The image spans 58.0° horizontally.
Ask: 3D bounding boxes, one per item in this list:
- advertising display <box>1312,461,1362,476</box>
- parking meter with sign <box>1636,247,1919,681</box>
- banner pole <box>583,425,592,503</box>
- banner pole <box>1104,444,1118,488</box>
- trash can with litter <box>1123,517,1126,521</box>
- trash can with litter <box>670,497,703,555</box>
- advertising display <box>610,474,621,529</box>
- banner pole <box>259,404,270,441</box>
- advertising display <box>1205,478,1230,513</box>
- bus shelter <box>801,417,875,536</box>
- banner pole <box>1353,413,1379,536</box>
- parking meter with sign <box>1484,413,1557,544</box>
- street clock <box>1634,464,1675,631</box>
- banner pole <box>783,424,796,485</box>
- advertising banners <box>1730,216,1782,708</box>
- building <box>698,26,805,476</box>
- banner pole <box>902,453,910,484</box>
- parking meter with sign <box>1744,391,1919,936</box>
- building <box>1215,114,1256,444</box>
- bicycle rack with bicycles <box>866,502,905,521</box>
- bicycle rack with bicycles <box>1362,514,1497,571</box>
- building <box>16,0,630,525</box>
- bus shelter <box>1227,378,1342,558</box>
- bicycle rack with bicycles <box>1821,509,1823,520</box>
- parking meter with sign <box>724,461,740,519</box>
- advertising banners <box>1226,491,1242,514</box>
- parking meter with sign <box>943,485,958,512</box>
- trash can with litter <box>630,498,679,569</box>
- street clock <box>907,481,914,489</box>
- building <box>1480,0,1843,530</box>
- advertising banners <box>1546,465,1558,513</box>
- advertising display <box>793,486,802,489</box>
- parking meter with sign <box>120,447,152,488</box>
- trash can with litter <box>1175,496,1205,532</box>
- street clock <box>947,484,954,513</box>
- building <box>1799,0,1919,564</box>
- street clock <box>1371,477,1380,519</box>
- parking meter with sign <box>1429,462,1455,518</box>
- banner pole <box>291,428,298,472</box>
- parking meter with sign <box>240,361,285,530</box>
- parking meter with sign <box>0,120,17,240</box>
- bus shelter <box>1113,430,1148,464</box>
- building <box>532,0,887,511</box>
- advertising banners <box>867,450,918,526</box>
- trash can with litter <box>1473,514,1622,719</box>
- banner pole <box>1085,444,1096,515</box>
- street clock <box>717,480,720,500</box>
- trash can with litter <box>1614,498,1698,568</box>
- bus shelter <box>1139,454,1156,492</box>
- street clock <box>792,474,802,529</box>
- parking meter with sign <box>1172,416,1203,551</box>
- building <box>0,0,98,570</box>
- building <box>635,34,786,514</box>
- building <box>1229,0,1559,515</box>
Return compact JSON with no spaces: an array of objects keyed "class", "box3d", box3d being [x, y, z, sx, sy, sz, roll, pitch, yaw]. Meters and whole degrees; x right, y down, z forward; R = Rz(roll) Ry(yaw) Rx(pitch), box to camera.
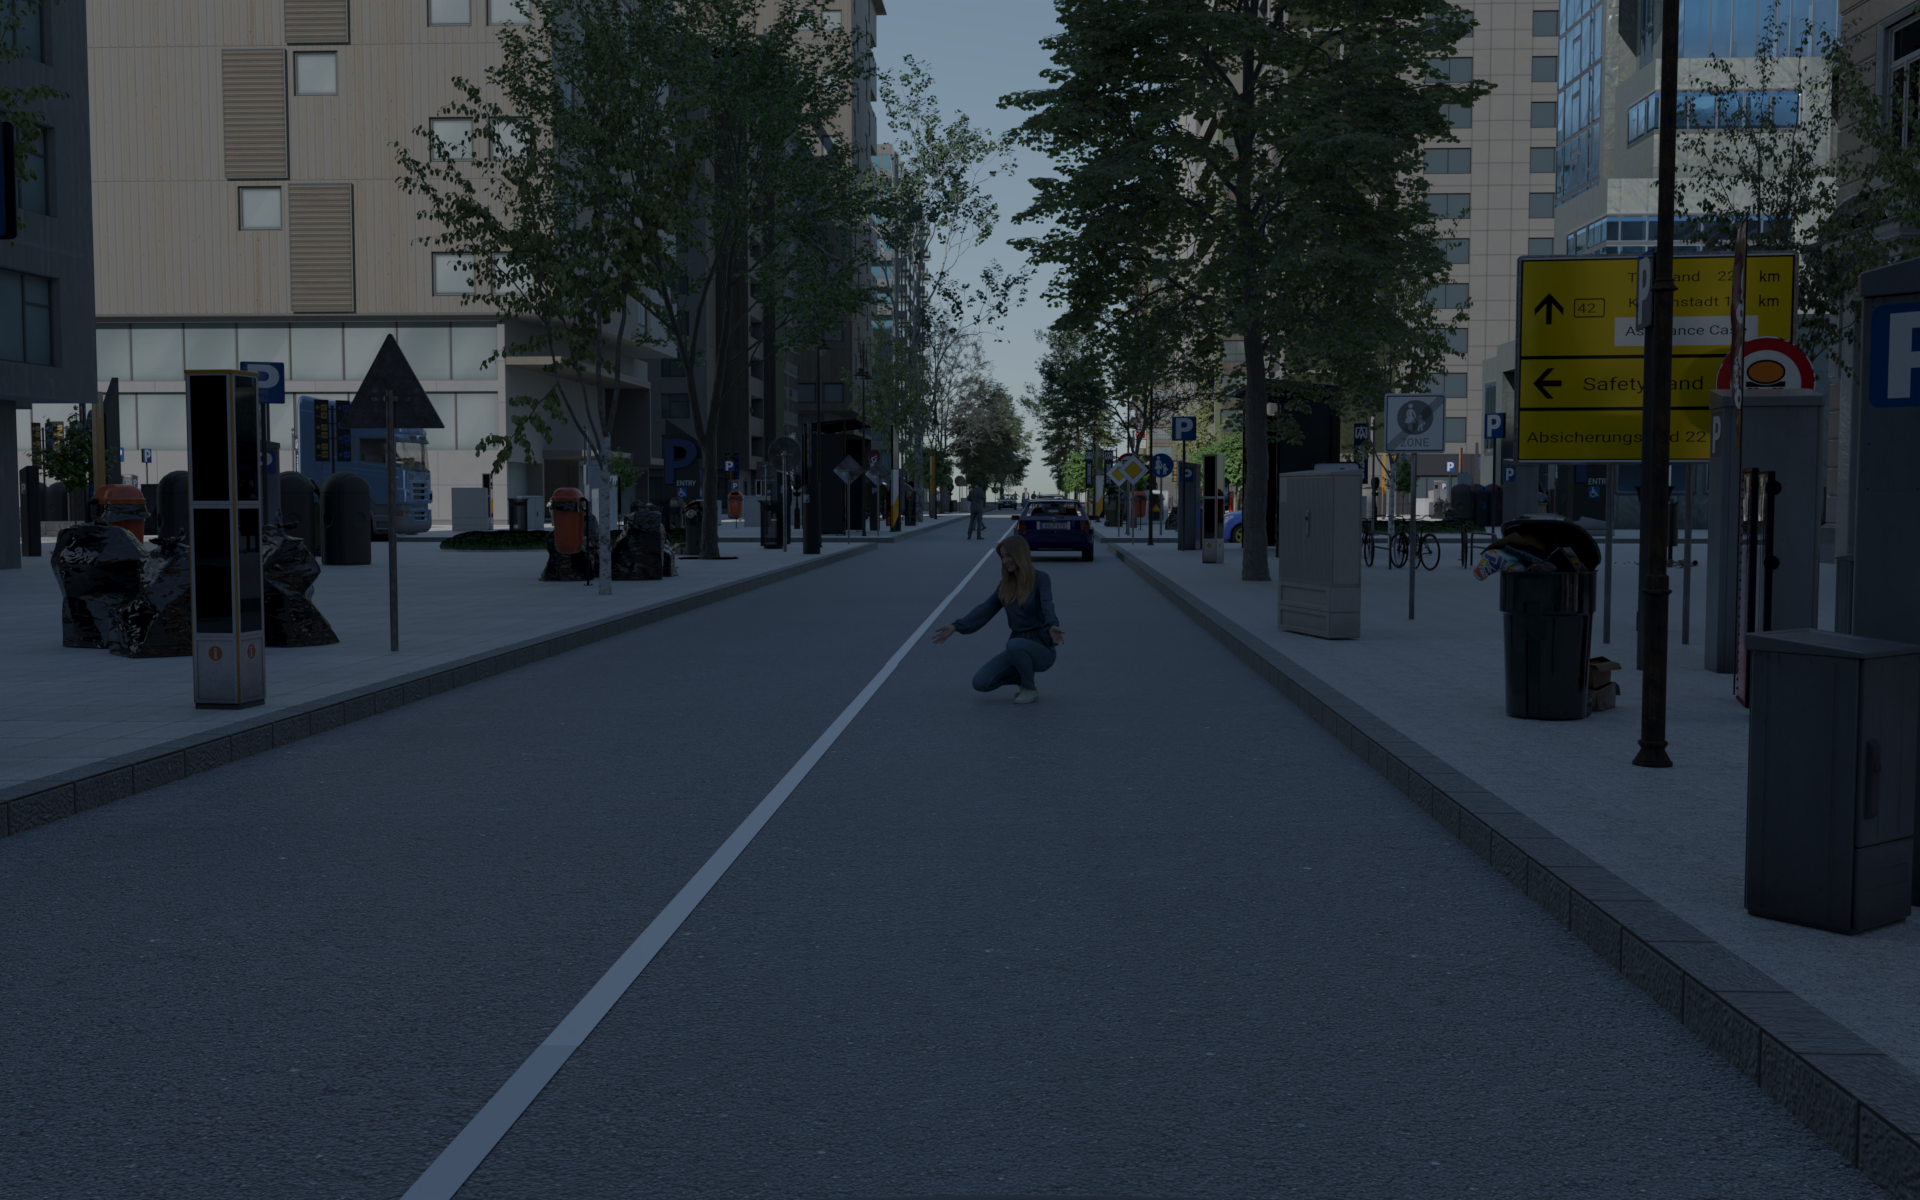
[{"class":"advertising display","box3d":[7.447,-1.777,34.274,0.974,1.923,0.123,2,4,29]},{"class":"parking meter with sign","box3d":[5.780,-0.987,12.392,1.738,3.016,0.543,1,4,10]},{"class":"banner pole","box3d":[-13.610,-4.481,63.289,0.401,3.779,0.863,1,4,10]},{"class":"banner pole","box3d":[7.571,-5.894,86.377,0.863,3.779,0.401,0,4,-2]},{"class":"trash can with litter","box3d":[7.758,-4.391,83.182,0.624,1.170,1.055,-1,4,-22]},{"class":"trash can with litter","box3d":[-5.724,-1.533,36.447,0.624,1.170,1.055,-3,5,-41]},{"class":"advertising display","box3d":[-11.446,-3.157,56.837,0.974,1.923,0.123,3,5,44]},{"class":"banner pole","box3d":[-14.661,-2.830,36.294,0.401,3.779,0.863,2,4,26]},{"class":"advertising display","box3d":[10.522,-4.011,70.798,0.974,1.923,0.123,1,4,21]},{"class":"bus shelter","box3d":[-3.892,-3.976,56.294,1.731,3.624,6.357,0,4,3]},{"class":"banner pole","box3d":[12.574,-3.892,53.648,0.863,3.779,0.401,2,4,26]},{"class":"parking meter with sign","box3d":[12.220,-2.532,37.656,1.738,3.016,0.543,-2,4,-28]},{"class":"street clock","box3d":[6.469,-0.709,16.158,0.471,2.002,0.358,-2,4,-34]},{"class":"banner pole","box3d":[-6.054,-4.363,61.351,0.401,3.779,0.863,-3,5,-41]},{"class":"advertising banners","box3d":[4.783,-0.873,10.468,0.090,3.025,2.074,1,4,18]},{"class":"building","box3d":[-26.251,-27.425,140.287,32.217,40.220,23.993,0,4,3]},{"class":"banner pole","box3d":[-3.277,-7.122,106.459,0.863,3.779,0.401,1,4,13]},{"class":"parking meter with sign","box3d":[3.197,-0.566,5.523,1.738,3.016,0.543,-2,4,-35]},{"class":"building","box3d":[26.624,-22.145,133.773,14.160,30.474,14.107,0,4,3]},{"class":"bicycle rack with bicycles","box3d":[-3.996,-4.256,82.969,2.852,0.926,2.925,-3,5,-42]},{"class":"bicycle rack with bicycles","box3d":[8.099,-1.021,30.075,2.852,0.926,2.925,0,4,5]},{"class":"building","box3d":[-29.245,-30.194,82.915,28.713,52.752,27.495,0,4,3]},{"class":"bus shelter","box3d":[7.036,-2.855,37.957,1.731,3.624,6.357,0,4,3]},{"class":"bicycle rack with bicycles","box3d":[29.987,-2.848,59.955,2.925,0.926,2.852,-2,4,-34]},{"class":"parking meter with sign","box3d":[-11.775,-5.727,89.894,0.543,3.016,1.738,-1,4,-22]},{"class":"advertising banners","box3d":[15.158,-6.145,96.652,0.090,3.025,2.074,-1,4,-22]},{"class":"parking meter with sign","box3d":[-1.010,-7.877,125.047,1.738,3.016,0.543,-2,4,-34]},{"class":"trash can with litter","box3d":[-5.662,-1.094,28.952,2.233,1.210,1.678,-1,4,-23]},{"class":"street clock","box3d":[-2.714,-5.585,95.891,0.471,2.002,0.358,1,4,21]},{"class":"building","box3d":[38.687,-46.344,70.393,31.000,86.520,22.319,0,4,3]},{"class":"advertising banners","box3d":[17.581,-3.377,51.400,0.090,3.025,2.074,2,4,27]},{"class":"advertising display","box3d":[-9.731,-6.096,104.875,0.974,1.923,0.123,1,4,20]},{"class":"parking meter with sign","box3d":[-32.000,-4.299,66.545,1.738,3.016,0.543,0,4,6]},{"class":"trash can with litter","box3d":[7.332,-2.656,54.815,1.055,1.170,0.624,2,4,23]},{"class":"street clock","box3d":[-0.641,-7.089,120.481,0.358,2.002,0.471,3,5,45]},{"class":"building","box3d":[21.833,-14.415,21.584,13.634,28.700,20.117,0,4,3]},{"class":"street clock","box3d":[17.591,-4.210,73.409,0.358,2.002,0.471,2,4,33]},{"class":"parking meter with sign","box3d":[26.029,-5.966,93.808,0.543,3.016,1.738,-1,4,-19]},{"class":"banner pole","box3d":[-25.073,-4.616,65.481,0.863,3.779,0.401,3,5,40]},{"class":"parking meter with sign","box3d":[-9.490,-1.677,23.674,0.543,3.016,1.738,-1,4,-21]},{"class":"parking meter with sign","box3d":[-4.839,-0.680,7.380,0.543,3.016,1.738,1,4,10]},{"class":"bus shelter","box3d":[10.522,-7.885,106.545,2.179,5.291,8.768,0,4,2]},{"class":"building","box3d":[-22.284,-35.268,165.866,28.713,52.752,27.495,0,4,3]},{"class":"advertising banners","box3d":[-2.707,-4.479,69.414,2.074,3.025,0.090,-1,4,-12]},{"class":"trash can with litter","box3d":[3.484,0.075,10.166,0.624,1.170,1.055,3,4,37]},{"class":"banner pole","box3d":[6.557,-5.879,86.135,0.863,3.779,0.401,-2,4,-30]},{"class":"street clock","box3d":[-12.285,-5.085,87.715,0.358,2.002,0.471,-1,4,-10]},{"class":"trash can with litter","box3d":[12.595,-1.216,30.931,1.678,1.210,2.233,1,4,20]},{"class":"bus shelter","box3d":[9.293,-5.892,90.259,2.014,3.302,5.546,0,4,3]},{"class":"street clock","box3d":[-5.962,-3.596,63.372,0.471,2.002,0.358,1,4,16]},{"class":"parking meter with sign","box3d":[5.286,-2.657,39.708,0.543,3.016,1.738,1,4,18]},{"class":"building","box3d":[-22.322,-20.927,25.759,14.086,41.232,14.154,0,4,3]},{"class":"building","box3d":[-19.365,-20.873,112.978,14.160,30.474,14.107,0,4,3]},{"class":"building","box3d":[28.920,-41.351,114.337,20.563,71.187,20.611,0,4,3]}]
